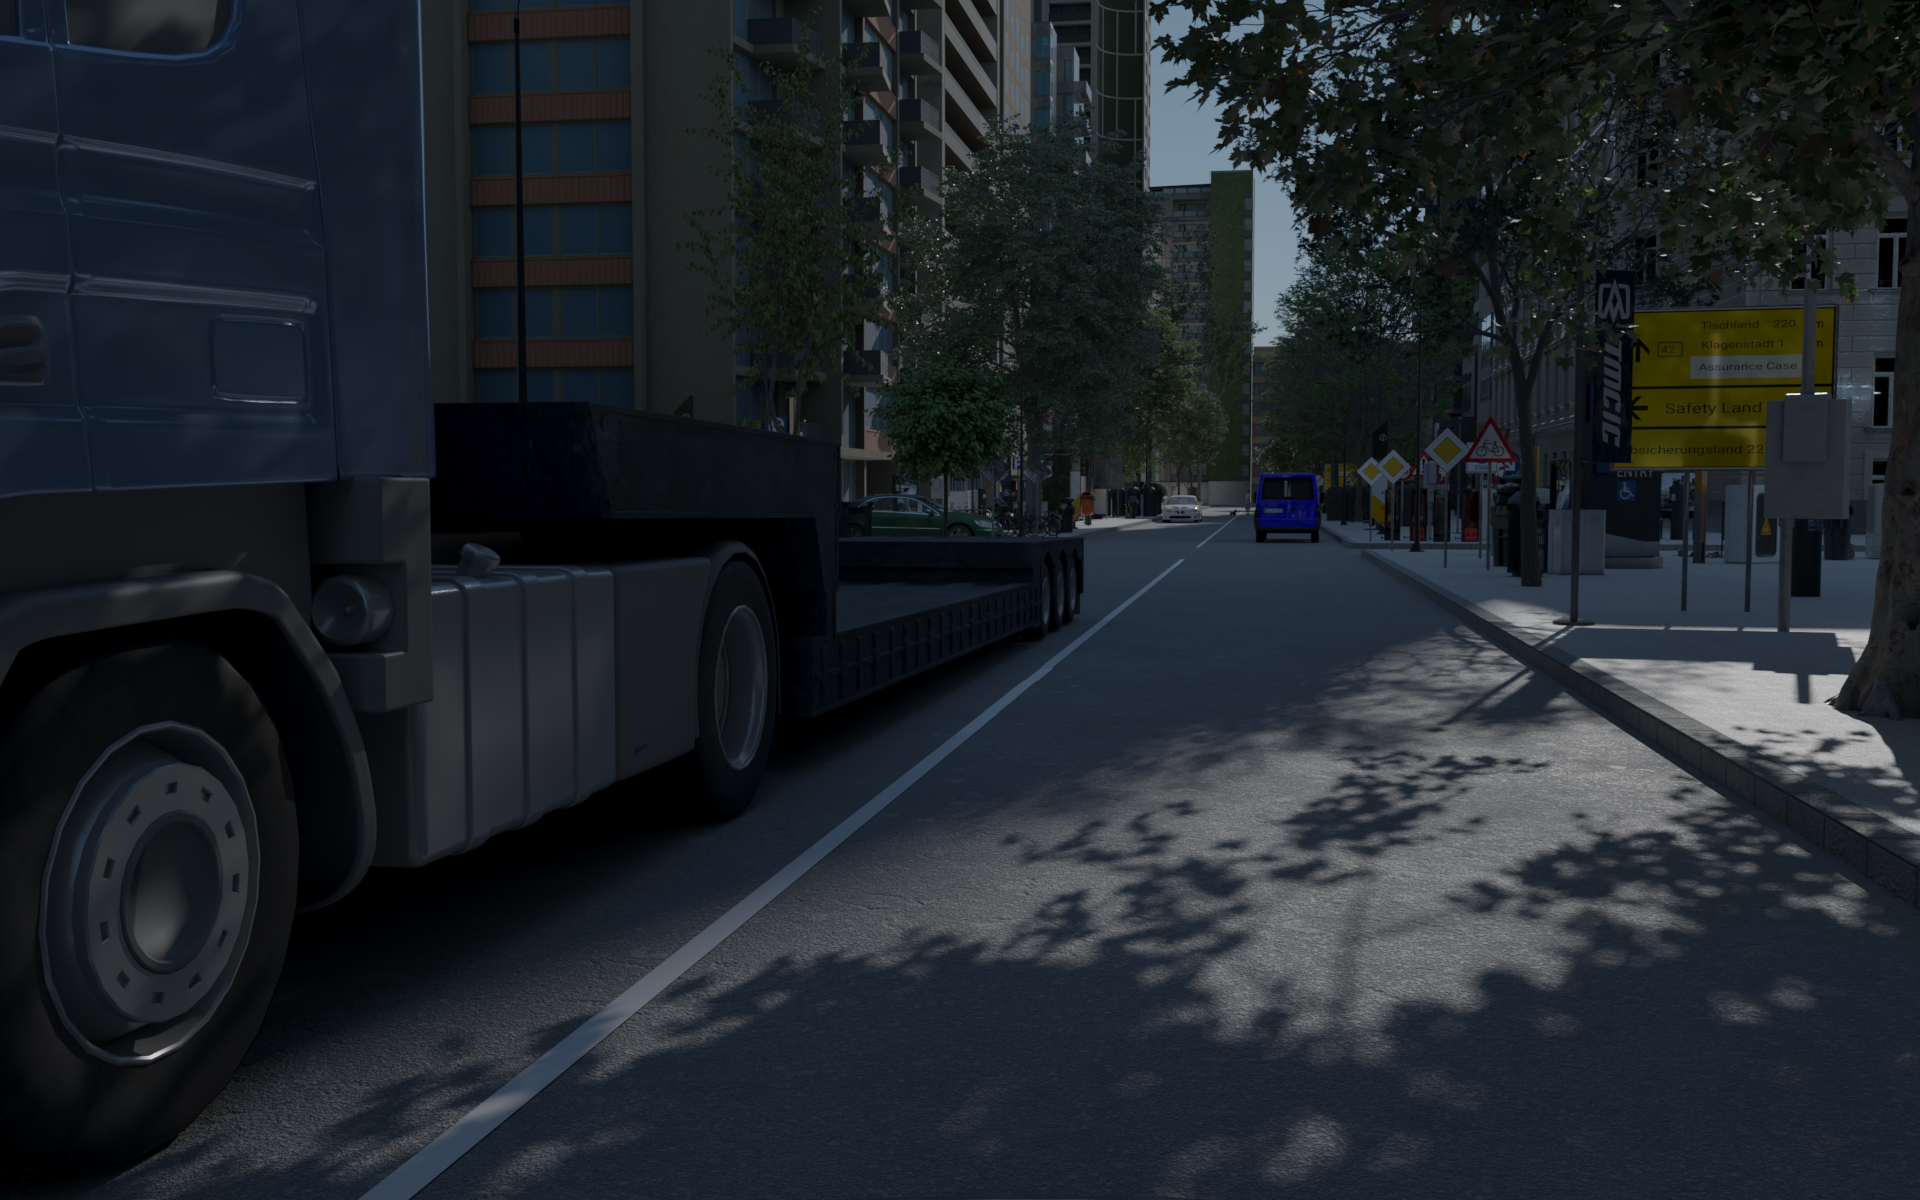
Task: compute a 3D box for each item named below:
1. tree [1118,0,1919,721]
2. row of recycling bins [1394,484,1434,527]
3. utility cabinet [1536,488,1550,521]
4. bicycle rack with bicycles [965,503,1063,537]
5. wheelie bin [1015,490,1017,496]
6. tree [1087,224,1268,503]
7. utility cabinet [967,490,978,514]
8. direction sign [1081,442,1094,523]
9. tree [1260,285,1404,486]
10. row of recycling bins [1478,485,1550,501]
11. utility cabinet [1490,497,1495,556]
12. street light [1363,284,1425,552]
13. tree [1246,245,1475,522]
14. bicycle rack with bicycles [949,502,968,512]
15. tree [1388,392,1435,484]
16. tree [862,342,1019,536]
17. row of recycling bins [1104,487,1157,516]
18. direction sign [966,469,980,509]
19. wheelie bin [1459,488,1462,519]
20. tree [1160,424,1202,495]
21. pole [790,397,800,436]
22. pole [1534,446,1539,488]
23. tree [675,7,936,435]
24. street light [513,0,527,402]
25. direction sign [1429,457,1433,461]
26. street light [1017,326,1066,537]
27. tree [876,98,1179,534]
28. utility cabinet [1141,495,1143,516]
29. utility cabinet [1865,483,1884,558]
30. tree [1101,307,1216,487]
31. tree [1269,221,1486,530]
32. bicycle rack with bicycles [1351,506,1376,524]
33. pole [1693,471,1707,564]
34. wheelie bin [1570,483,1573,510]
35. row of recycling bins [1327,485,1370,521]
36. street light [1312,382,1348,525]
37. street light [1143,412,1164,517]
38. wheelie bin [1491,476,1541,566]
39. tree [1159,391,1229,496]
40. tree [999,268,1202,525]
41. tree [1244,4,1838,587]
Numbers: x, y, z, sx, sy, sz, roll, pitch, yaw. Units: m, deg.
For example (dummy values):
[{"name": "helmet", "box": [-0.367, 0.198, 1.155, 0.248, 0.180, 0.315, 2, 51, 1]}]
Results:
[{"name": "tree", "box": [5.610, -5.668, 9.677, 9.611, 12.733, 9.660, 0, 3, 0]}, {"name": "row of recycling bins", "box": [18.448, -3.816, 69.503, 1.069, 1.692, 3.534, 2, 4, 31]}, {"name": "utility cabinet", "box": [21.983, -3.496, 65.836, 1.173, 1.500, 0.318, -3, 5, -42]}, {"name": "bicycle rack with bicycles", "box": [1.733, -2.341, 51.659, 2.925, 0.926, 2.852, 0, 4, -2]}, {"name": "wheelie bin", "box": [4.189, -6.860, 120.072, 0.980, 1.594, 0.693, 2, 4, 27]}, {"name": "tree", "box": [14.843, -16.229, 121.230, 12.611, 20.169, 13.585, 0, 3, 0]}, {"name": "utility cabinet", "box": [0.639, -5.351, 96.175, 0.318, 1.500, 1.173, -1, 4, -22]}, {"name": "direction sign", "box": [5.560, -5.111, 75.567, 0.379, 3.537, 0.876, -2, 4, -35]}, {"name": "tree", "box": [19.338, -10.598, 91.404, 7.486, 12.596, 7.792, 0, 3, 0]}, {"name": "row of recycling bins", "box": [24.505, -4.227, 76.220, 3.534, 1.692, 1.069, 0, 4, 3]}, {"name": "utility cabinet", "box": [11.378, -1.531, 36.192, 0.306, 1.237, 1.020, 2, 4, 32]}, {"name": "street light", "box": [9.606, -4.026, 38.361, 1.470, 5.913, 1.316, 1, 4, 10]}, {"name": "tree", "box": [18.477, -10.345, 79.509, 12.009, 13.543, 11.850, 0, 3, 0]}, {"name": "bicycle rack with bicycles", "box": [0.082, -3.714, 74.110, 2.925, 0.926, 2.852, 0, 4, -7]}, {"name": "tree", "box": [29.761, -10.012, 114.061, 4.737, 8.622, 4.395, 0, 3, 0]}, {"name": "tree", "box": [-0.408, -3.291, 37.520, 4.285, 4.588, 4.351, 0, 3, 0]}, {"name": "row of recycling bins", "box": [9.632, -5.668, 99.789, 3.534, 1.692, 1.069, 1, 4, 18]}, {"name": "direction sign", "box": [0.629, -5.699, 85.177, 0.876, 3.537, 0.379, -3, 4, -39]}, {"name": "wheelie bin", "box": [26.217, -4.998, 89.629, 0.980, 1.594, 0.693, 3, 5, 41]}, {"name": "tree", "box": [20.109, -12.467, 154.196, 4.360, 8.622, 3.978, 0, 3, 0]}, {"name": "pole", "box": [-3.489, -2.616, 36.617, 0.158, 3.312, 0.155, 0, 3, 0]}, {"name": "pole", "box": [24.392, -4.862, 73.336, 0.158, 3.312, 0.155, 0, 3, 0]}, {"name": "tree", "box": [-2.602, -4.704, 27.271, 4.737, 8.622, 4.395, 0, 3, 0]}, {"name": "street light", "box": [-3.375, -2.616, 15.319, 1.470, 5.913, 1.316, 1, 4, 10]}, {"name": "direction sign", "box": [25.815, -6.304, 95.070, 0.379, 3.537, 0.876, 0, 4, 3]}, {"name": "street light", "box": [2.239, -4.614, 47.979, 1.470, 5.913, 1.316, 1, 4, 10]}, {"name": "tree", "box": [2.272, -9.139, 56.080, 9.857, 13.997, 8.962, 0, 3, 0]}, {"name": "utility cabinet", "box": [10.899, -5.615, 102.964, 0.306, 1.237, 1.020, 3, 5, 39]}, {"name": "utility cabinet", "box": [18.243, -1.575, 34.432, 0.318, 1.500, 1.173, 1, 4, 21]}, {"name": "tree", "box": [11.570, -11.405, 104.599, 7.486, 12.596, 7.792, 0, 3, 0]}, {"name": "tree", "box": [14.916, -8.305, 61.546, 9.928, 11.665, 9.643, 0, 3, 0]}, {"name": "bicycle rack with bicycles", "box": [18.233, -3.763, 74.906, 2.852, 0.926, 2.925, -2, 4, -24]}, {"name": "pole", "box": [13.673, -2.330, 31.946, 0.158, 3.312, 0.155, 0, 3, 0]}, {"name": "wheelie bin", "box": [17.406, -2.487, 48.572, 0.980, 1.594, 0.693, 1, 4, 14]}, {"name": "row of recycling bins", "box": [19.028, -4.714, 84.188, 1.069, 1.692, 3.534, 3, 5, 43]}, {"name": "street light", "box": [15.315, -6.047, 71.408, 1.470, 5.913, 1.316, 1, 4, 10]}, {"name": "street light", "box": [11.035, -7.636, 97.390, 1.470, 5.913, 1.316, 1, 4, 10]}, {"name": "wheelie bin", "box": [9.832, -1.393, 30.684, 0.693, 1.594, 0.980, -2, 4, -34]}, {"name": "tree", "box": [21.548, -14.444, 161.912, 9.928, 11.665, 9.643, 0, 3, 0]}, {"name": "tree", "box": [5.207, -8.345, 70.859, 8.767, 10.594, 7.601, 1, 4, 11]}, {"name": "tree", "box": [8.037, -5.486, 24.114, 8.767, 10.594, 7.601, 1, 4, 11]}]
